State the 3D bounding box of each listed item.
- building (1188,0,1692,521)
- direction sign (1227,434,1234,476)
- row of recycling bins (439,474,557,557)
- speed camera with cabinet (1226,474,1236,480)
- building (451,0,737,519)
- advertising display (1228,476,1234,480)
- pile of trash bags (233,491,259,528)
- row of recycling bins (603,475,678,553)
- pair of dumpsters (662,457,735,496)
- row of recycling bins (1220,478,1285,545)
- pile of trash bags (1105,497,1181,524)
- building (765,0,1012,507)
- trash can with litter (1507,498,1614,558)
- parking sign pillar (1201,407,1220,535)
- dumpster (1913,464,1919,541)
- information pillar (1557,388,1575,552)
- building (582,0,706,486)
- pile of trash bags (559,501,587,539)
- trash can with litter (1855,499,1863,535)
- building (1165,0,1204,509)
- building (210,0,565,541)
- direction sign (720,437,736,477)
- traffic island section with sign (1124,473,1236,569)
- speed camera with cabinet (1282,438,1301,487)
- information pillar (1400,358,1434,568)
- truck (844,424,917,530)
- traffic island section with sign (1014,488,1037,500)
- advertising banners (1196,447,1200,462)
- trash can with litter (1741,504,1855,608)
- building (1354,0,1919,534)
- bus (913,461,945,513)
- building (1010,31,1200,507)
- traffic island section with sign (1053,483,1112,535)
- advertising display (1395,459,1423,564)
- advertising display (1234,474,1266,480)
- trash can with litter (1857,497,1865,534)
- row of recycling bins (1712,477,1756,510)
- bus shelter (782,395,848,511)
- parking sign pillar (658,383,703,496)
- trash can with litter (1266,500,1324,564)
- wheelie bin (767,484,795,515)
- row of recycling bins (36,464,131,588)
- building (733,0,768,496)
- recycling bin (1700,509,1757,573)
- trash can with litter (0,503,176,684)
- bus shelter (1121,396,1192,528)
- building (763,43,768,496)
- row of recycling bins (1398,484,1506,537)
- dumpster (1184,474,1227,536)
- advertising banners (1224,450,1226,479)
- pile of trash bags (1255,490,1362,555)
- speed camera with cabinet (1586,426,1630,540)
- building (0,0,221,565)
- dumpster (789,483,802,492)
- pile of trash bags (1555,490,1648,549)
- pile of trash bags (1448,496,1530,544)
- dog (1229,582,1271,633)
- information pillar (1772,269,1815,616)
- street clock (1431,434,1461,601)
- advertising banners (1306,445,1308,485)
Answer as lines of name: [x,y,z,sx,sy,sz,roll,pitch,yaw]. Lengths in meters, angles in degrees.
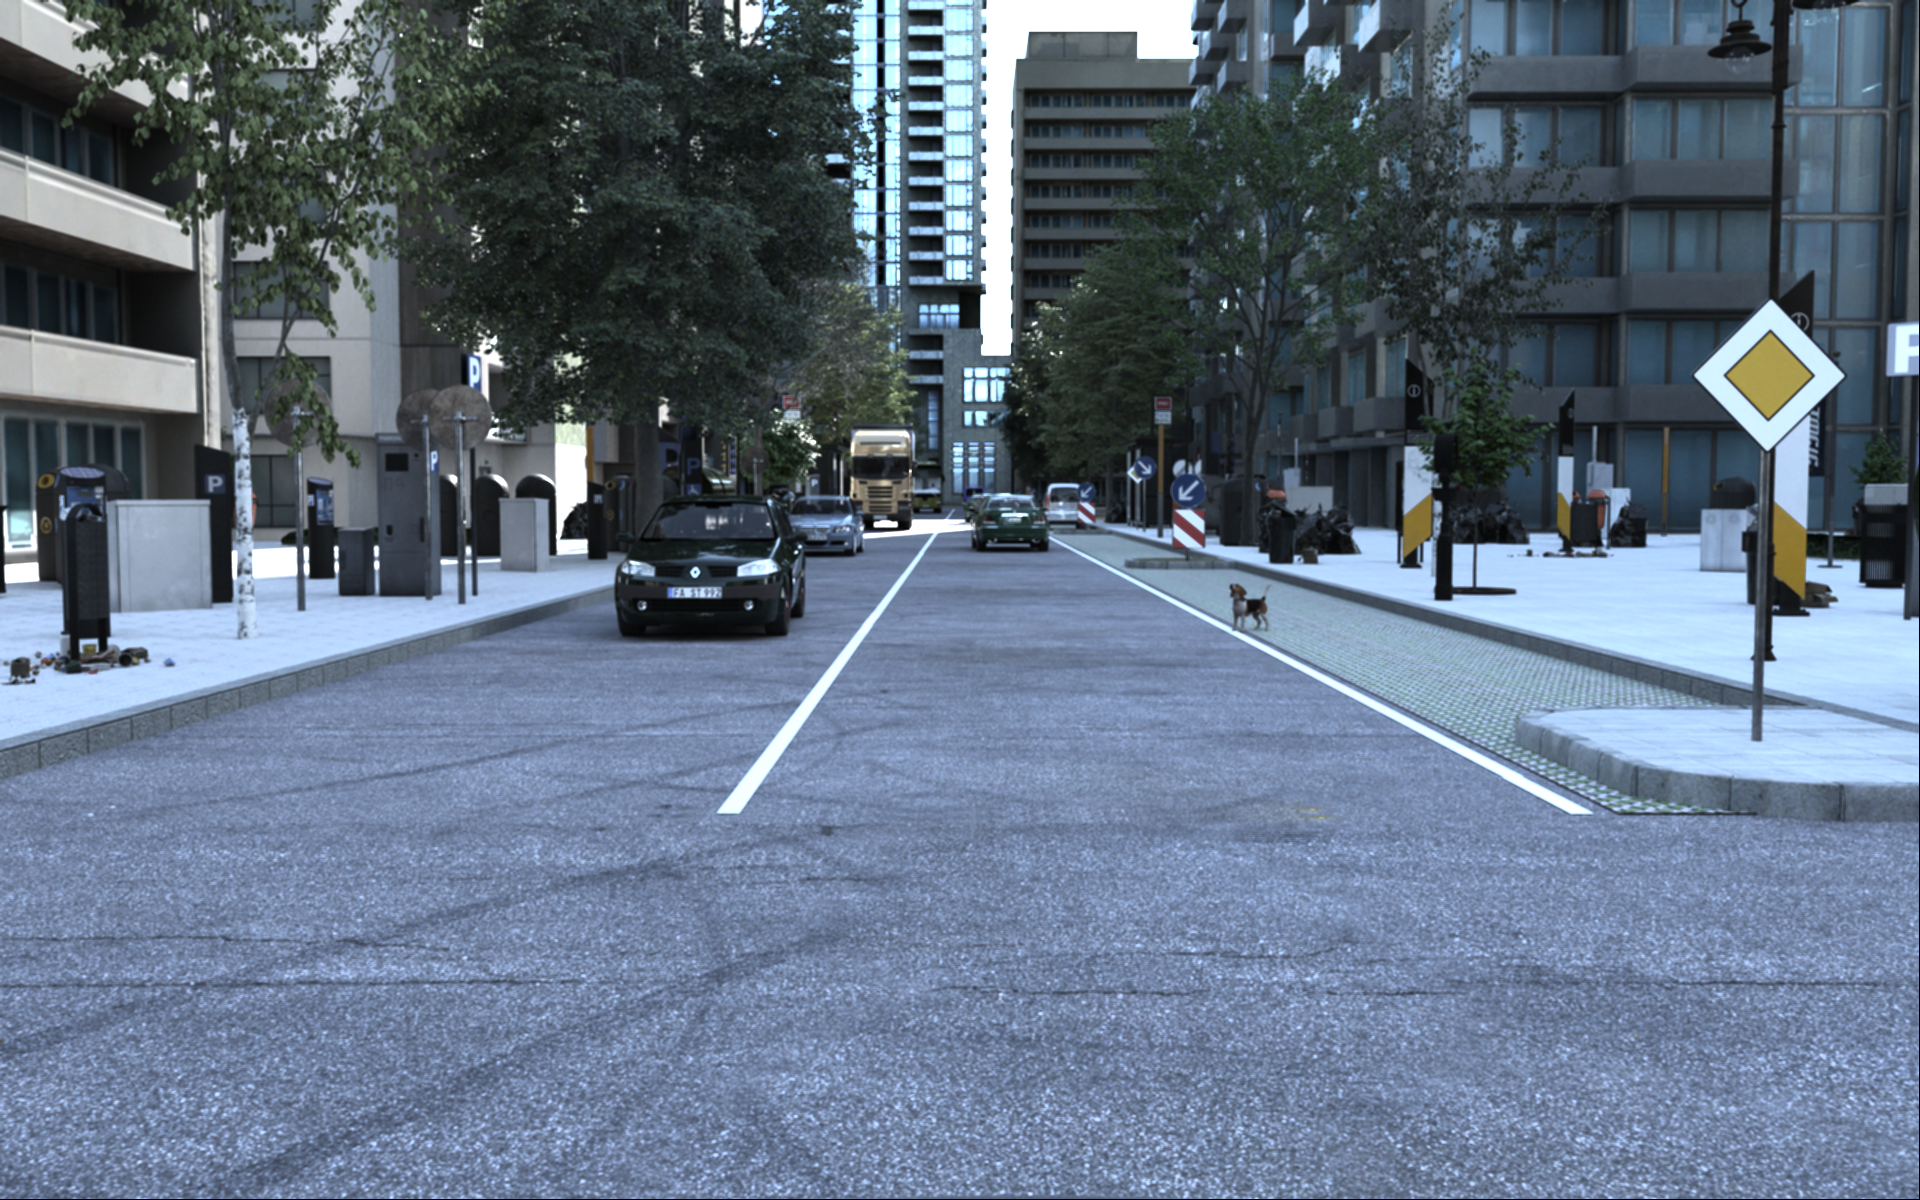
building: [26.054,-29.709,105.345,23.786,49.044,30.456,0,4,0]
direction sign: [10.212,-4.493,65.464,0.379,3.537,0.876,0,4,-6]
row of recycling bins: [-10.189,-1.766,35.989,3.534,1.692,1.069,-1,4,-12]
speed camera with cabinet: [13.011,-5.302,81.031,0.660,3.252,2.038,-1,4,-12]
building: [-21.467,-25.786,105.197,14.154,41.232,14.086,0,4,0]
advertising display: [10.025,-3.459,61.768,0.974,1.923,0.123,1,4,10]
pile of trash bags: [-18.097,-1.864,40.237,3.447,1.369,1.912,-3,4,-38]
row of recycling bins: [-6.931,-1.867,37.632,1.069,1.692,3.534,-2,4,-26]
pair of dumpsters: [-6.799,-2.562,44.377,1.574,2.255,4.437,0,4,0]
row of recycling bins: [7.605,-2.328,45.180,1.069,1.692,3.534,2,4,27]
pile of trash bags: [8.065,-4.048,75.942,3.447,1.369,1.912,1,4,9]
building: [-10.201,-53.296,184.067,31.000,86.520,22.319,0,4,0]
trash can with litter: [12.358,-1.495,35.501,2.233,1.210,1.678,1,4,10]
parking sign pillar: [7.835,-4.026,54.298,1.447,3.967,1.447,0,4,2]
dumpster: [6.722,-0.454,9.923,1.502,2.255,1.985,0,4,0]
information pillar: [13.408,-2.872,38.314,0.504,3.616,0.183,-3,5,-39]
building: [-21.488,-19.537,91.127,14.160,30.474,14.107,0,4,0]
pile of trash bags: [-10.208,-2.496,50.564,1.912,1.369,3.447,1,4,14]
trash can with litter: [24.521,-2.199,47.342,0.624,1.170,1.055,0,4,-5]
building: [26.598,-50.287,134.870,22.319,86.520,31.000,0,4,0]
building: [-19.842,-22.538,52.094,14.154,41.232,14.086,0,4,0]
direction sign: [-9.288,-4.738,69.464,0.876,3.537,0.379,3,5,40]
traffic island section with sign: [4.235,-1.531,33.666,1.989,1.847,2.006,0,4,0]
speed camera with cabinet: [11.832,-4.146,62.131,0.660,3.252,2.038,0,4,8]
information pillar: [7.905,-2.360,29.939,0.504,3.616,0.183,0,4,3]
truck: [-3.151,-5.056,71.584,2.839,4.237,11.283,0,4,-1]
traffic island section with sign: [4.483,-6.297,111.576,1.989,1.847,2.006,0,4,0]
advertising banners: [8.886,-4.116,63.486,0.090,3.025,2.074,0,4,-4]
trash can with litter: [9.565,-0.522,19.926,0.624,1.170,1.055,-2,4,-35]
building: [25.774,-27.432,68.115,23.786,49.044,30.456,0,4,0]
bus: [-2.603,-8.628,132.608,2.896,3.916,12.252,0,4,0]
building: [16.101,-34.375,185.731,21.600,48.544,21.300,0,4,0]
traffic island section with sign: [4.333,-3.242,61.639,1.989,1.847,2.006,0,4,0]
advertising display: [8.387,-1.650,32.187,0.123,1.923,0.974,3,5,43]
advertising display: [9.610,-3.177,57.155,0.974,1.923,0.123,2,4,31]
trash can with litter: [22.654,-2.003,43.801,1.678,1.210,2.233,-2,4,-30]
row of recycling bins: [19.400,-2.217,43.358,1.069,1.692,3.534,1,4,21]
bus shelter: [-6.109,-5.838,73.083,2.179,5.291,8.768,0,4,0]
parking sign pillar: [-6.318,-3.192,40.656,1.447,3.967,1.447,-1,4,-14]
trash can with litter: [6.196,-1.263,32.037,1.055,1.170,0.624,1,4,9]
wheelie bin: [-5.613,-2.823,54.066,0.980,1.594,0.693,-1,4,-18]
row of recycling bins: [-12.443,-1.073,24.657,1.069,1.692,3.534,-2,4,-33]
building: [-21.057,-28.699,119.335,14.600,45.320,14.200,0,4,0]
recycling bin: [12.770,-0.990,28.736,0.722,1.027,0.722,3,5,43]
trash can with litter: [-6.675,-0.100,12.696,1.678,1.210,2.233,0,4,-4]
bus shelter: [7.630,-5.581,68.876,2.179,5.291,8.768,0,4,0]
building: [-29.097,-29.719,140.527,28.867,44.769,22.147,0,4,0]
row of recycling bins: [14.703,-2.735,51.835,1.069,1.692,3.534,-3,5,-44]
dumpster: [7.351,-2.809,51.681,1.264,1.857,1.865,0,3,0]
advertising banners: [10.438,-4.409,68.280,0.090,3.025,2.074,1,4,10]
pile of trash bags: [7.404,-1.731,38.060,1.912,1.369,3.447,-1,4,-10]
speed camera with cabinet: [18.593,-3.384,49.663,0.660,3.252,2.038,0,4,1]
building: [-26.850,-24.611,26.097,21.300,48.544,21.600,0,4,0]
dumpster: [-7.642,-4.584,80.700,1.264,1.857,1.865,0,4,0]
pile of trash bags: [15.550,-1.958,41.763,1.912,1.369,3.447,2,4,26]
pile of trash bags: [14.316,-2.154,44.972,3.447,1.369,1.912,1,4,12]
dog: [3.025,0.076,18.041,0.406,0.507,0.540,1,4,12]
information pillar: [8.669,-1.640,18.165,0.504,3.616,0.183,0,4,2]
street clock: [5.848,-0.998,20.880,0.358,2.002,0.471,2,4,24]
advertising banners: [12.571,-4.070,62.732,0.090,3.025,2.074,1,4,12]
